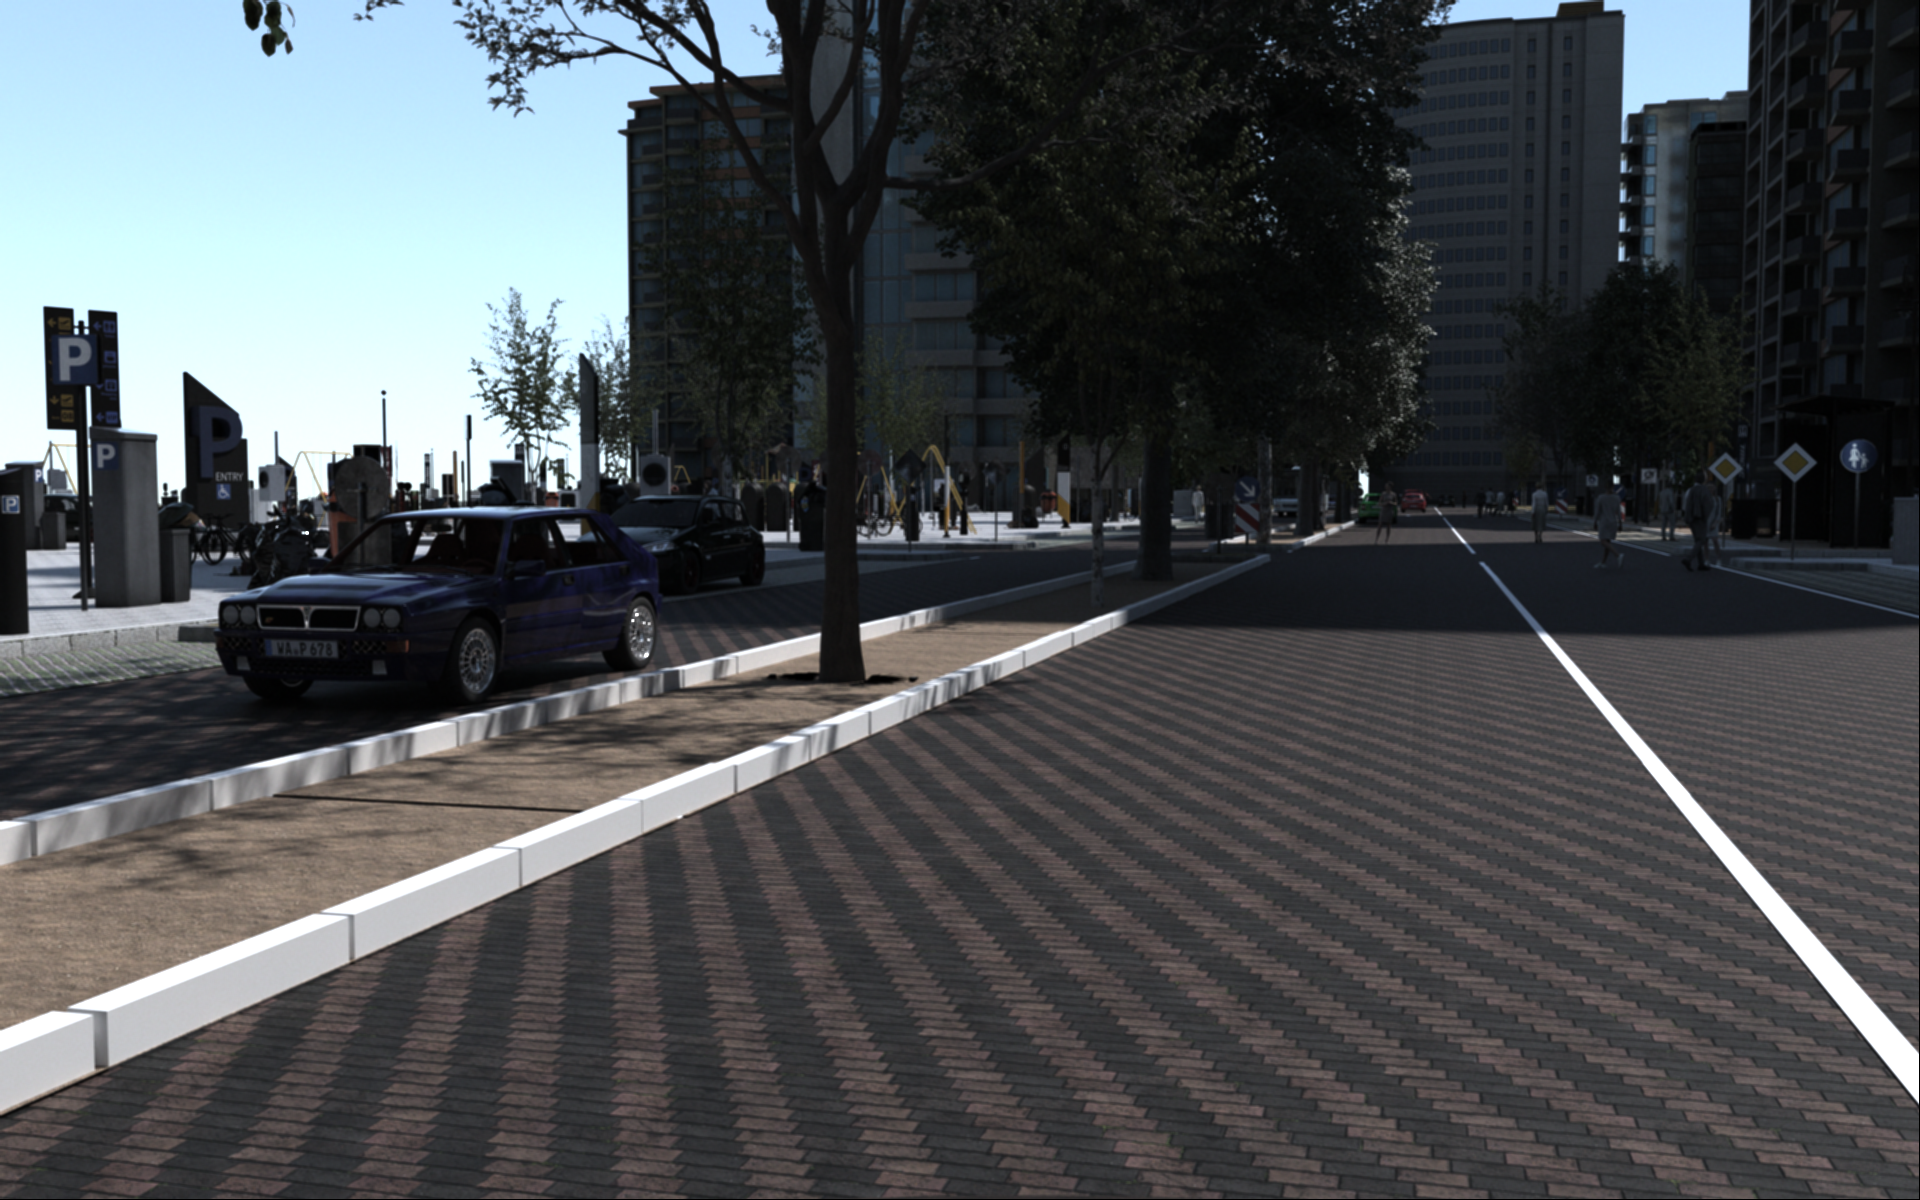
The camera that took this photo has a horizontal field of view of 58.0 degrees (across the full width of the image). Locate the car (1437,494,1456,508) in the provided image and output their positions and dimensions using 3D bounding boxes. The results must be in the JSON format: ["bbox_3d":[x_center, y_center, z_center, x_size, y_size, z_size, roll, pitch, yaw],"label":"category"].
[{"bbox_3d":[51.829,-10.683,184.452,2.009,1.686,4.222,1,4,15],"label":"car"}]

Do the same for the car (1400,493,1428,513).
[{"bbox_3d":[35.039,-7.624,133.687,2.155,1.783,4.494,1,4,15],"label":"car"}]

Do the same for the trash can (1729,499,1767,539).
[{"bbox_3d":[22.207,-2.292,49.123,0.748,1.137,0.748,0,3,0],"label":"trash can"}]

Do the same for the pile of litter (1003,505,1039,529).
[{"bbox_3d":[2.269,-3.120,64.985,1.719,0.858,1.176,-3,4,-39],"label":"pile of litter"}]

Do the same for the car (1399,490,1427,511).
[{"bbox_3d":[38.716,-8.521,147.991,2.281,1.827,5.304,1,4,13],"label":"car"}]

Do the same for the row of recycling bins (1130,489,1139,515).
[{"bbox_3d":[11.402,-6.015,105.456,1.069,1.692,3.534,2,4,34],"label":"row of recycling bins"}]

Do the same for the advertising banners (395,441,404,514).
[{"bbox_3d":[-18.721,-3.762,57.693,0.090,3.025,2.074,-1,4,-15],"label":"advertising banners"}]

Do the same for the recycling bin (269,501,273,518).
[{"bbox_3d":[-36.635,-4.797,90.992,0.722,1.027,0.722,1,4,13],"label":"recycling bin"}]

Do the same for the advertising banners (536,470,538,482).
[{"bbox_3d":[-29.266,-7.596,120.378,0.090,3.025,2.074,-2,4,-23],"label":"advertising banners"}]

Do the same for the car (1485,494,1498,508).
[{"bbox_3d":[52.266,-9.757,169.314,2.009,1.686,4.222,1,4,17],"label":"car"}]

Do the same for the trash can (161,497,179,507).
[{"bbox_3d":[-42.794,-5.010,93.573,0.748,1.137,0.748,0,3,0],"label":"trash can"}]

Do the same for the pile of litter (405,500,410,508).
[{"bbox_3d":[-41.126,-6.987,128.207,1.719,0.858,1.176,-3,5,-42],"label":"pile of litter"}]

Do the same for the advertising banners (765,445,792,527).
[{"bbox_3d":[-6.891,-4.082,62.925,2.074,3.025,0.090,3,4,38],"label":"advertising banners"}]

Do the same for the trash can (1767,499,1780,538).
[{"bbox_3d":[23.581,-2.389,50.718,0.748,1.137,0.748,0,3,0],"label":"trash can"}]

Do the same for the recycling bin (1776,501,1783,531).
[{"bbox_3d":[28.556,-2.890,59.806,0.722,1.027,0.722,-1,4,-19],"label":"recycling bin"}]

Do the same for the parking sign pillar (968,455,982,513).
[{"bbox_3d":[0.776,-8.060,120.258,1.447,3.967,1.447,3,4,38],"label":"parking sign pillar"}]

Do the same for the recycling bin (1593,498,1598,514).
[{"bbox_3d":[40.997,-6.051,111.495,0.722,1.027,0.722,1,4,9],"label":"recycling bin"}]

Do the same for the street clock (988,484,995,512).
[{"bbox_3d":[2.230,-7.111,120.827,0.471,2.002,0.358,2,4,26],"label":"street clock"}]

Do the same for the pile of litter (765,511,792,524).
[{"bbox_3d":[-7.959,-3.666,73.911,1.719,0.858,1.176,-1,4,-13],"label":"pile of litter"}]

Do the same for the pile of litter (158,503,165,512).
[{"bbox_3d":[-37.115,-4.093,80.880,1.176,0.858,1.719,-3,5,-42],"label":"pile of litter"}]

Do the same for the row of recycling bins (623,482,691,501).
[{"bbox_3d":[-10.409,-3.230,59.924,1.069,1.692,3.534,2,4,32],"label":"row of recycling bins"}]

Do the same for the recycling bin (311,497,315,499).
[{"bbox_3d":[-48.422,-7.204,130.346,0.722,1.027,0.722,-1,4,-9],"label":"recycling bin"}]

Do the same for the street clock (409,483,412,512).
[{"bbox_3d":[-34.082,-6.258,106.883,0.358,2.002,0.471,3,5,44],"label":"street clock"}]

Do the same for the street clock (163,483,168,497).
[{"bbox_3d":[-51.894,-6.642,113.165,0.358,2.002,0.471,-1,4,-18],"label":"street clock"}]

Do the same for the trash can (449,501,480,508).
[{"bbox_3d":[-10.138,-1.473,35.730,0.748,1.137,0.748,0,3,0],"label":"trash can"}]

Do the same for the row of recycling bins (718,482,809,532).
[{"bbox_3d":[-6.677,-3.224,59.818,3.534,1.692,1.069,1,4,11],"label":"row of recycling bins"}]

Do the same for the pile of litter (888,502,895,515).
[{"bbox_3d":[-3.948,-5.519,104.194,1.176,0.858,1.719,-3,5,-43],"label":"pile of litter"}]

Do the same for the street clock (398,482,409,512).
[{"bbox_3d":[-33.659,-6.103,104.346,0.358,2.002,0.471,1,4,23],"label":"street clock"}]

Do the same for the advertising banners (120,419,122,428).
[{"bbox_3d":[-20.367,-2.765,41.393,0.090,3.025,2.074,-3,5,-44],"label":"advertising banners"}]

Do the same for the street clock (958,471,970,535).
[{"bbox_3d":[0.121,-3.045,54.361,0.358,2.002,0.471,-1,4,-23],"label":"street clock"}]

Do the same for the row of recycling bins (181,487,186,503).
[{"bbox_3d":[-44.470,-5.870,103.090,3.534,1.692,1.069,-1,4,-17],"label":"row of recycling bins"}]

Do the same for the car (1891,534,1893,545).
[{"bbox_3d":[22.087,-1.672,36.132,4.718,1.807,1.959,1,4,13],"label":"car"}]

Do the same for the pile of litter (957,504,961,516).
[{"bbox_3d":[-0.084,-5.518,104.183,1.176,0.858,1.719,3,4,36],"label":"pile of litter"}]

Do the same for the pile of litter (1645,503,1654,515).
[{"bbox_3d":[42.523,-5.698,107.132,1.176,0.858,1.719,3,4,37],"label":"pile of litter"}]

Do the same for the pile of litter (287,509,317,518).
[{"bbox_3d":[-15.443,-1.656,41.041,1.719,0.858,1.176,0,4,5],"label":"pile of litter"}]

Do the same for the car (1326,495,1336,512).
[{"bbox_3d":[29.082,-7.471,134.729,1.945,1.354,3.894,1,4,16],"label":"car"}]

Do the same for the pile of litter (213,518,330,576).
[{"bbox_3d":[-10.967,-0.825,27.458,1.719,0.858,1.176,2,4,25],"label":"pile of litter"}]

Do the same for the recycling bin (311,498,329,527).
[{"bbox_3d":[-24.572,-3.347,67.273,0.722,1.027,0.722,2,4,34],"label":"recycling bin"}]

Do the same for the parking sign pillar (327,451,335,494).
[{"bbox_3d":[-38.827,-7.255,107.089,1.447,3.967,1.447,-1,4,-18],"label":"parking sign pillar"}]

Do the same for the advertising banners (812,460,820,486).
[{"bbox_3d":[-8.099,-5.658,88.693,2.074,3.025,0.090,0,4,-5],"label":"advertising banners"}]

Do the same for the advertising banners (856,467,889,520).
[{"bbox_3d":[-4.570,-5.509,86.258,2.074,3.025,0.090,-1,4,-18],"label":"advertising banners"}]

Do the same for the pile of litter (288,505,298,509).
[{"bbox_3d":[-26.598,-3.327,68.354,1.176,0.858,1.719,-1,4,-10],"label":"pile of litter"}]

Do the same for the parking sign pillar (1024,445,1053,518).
[{"bbox_3d":[4.022,-6.515,94.985,1.447,3.967,1.447,-3,5,-44],"label":"parking sign pillar"}]

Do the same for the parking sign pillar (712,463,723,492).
[{"bbox_3d":[-12.955,-6.420,93.445,1.447,3.967,1.447,1,4,14],"label":"parking sign pillar"}]

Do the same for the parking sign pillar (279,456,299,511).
[{"bbox_3d":[-46.312,-7.995,119.188,1.447,3.967,1.447,2,4,32],"label":"parking sign pillar"}]

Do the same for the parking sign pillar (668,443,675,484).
[{"bbox_3d":[-15.384,-6.296,91.415,1.447,3.967,1.447,0,4,2],"label":"parking sign pillar"}]

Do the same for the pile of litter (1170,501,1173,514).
[{"bbox_3d":[13.612,-5.991,111.913,1.719,0.858,1.176,2,4,32],"label":"pile of litter"}]

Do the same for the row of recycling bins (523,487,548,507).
[{"bbox_3d":[-24.747,-5.580,98.342,3.534,1.692,1.069,2,4,34],"label":"row of recycling bins"}]

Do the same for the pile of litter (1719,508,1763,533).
[{"bbox_3d":[25.845,-2.649,57.283,1.719,0.858,1.176,-1,4,-12],"label":"pile of litter"}]

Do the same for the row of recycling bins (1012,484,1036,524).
[{"bbox_3d":[2.755,-4.146,74.894,1.069,1.692,3.534,0,4,1],"label":"row of recycling bins"}]

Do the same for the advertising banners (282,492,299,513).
[{"bbox_3d":[-45.238,-7.321,115.884,2.074,3.025,0.090,1,4,10],"label":"advertising banners"}]

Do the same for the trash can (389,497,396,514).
[{"bbox_3d":[-23.551,-3.718,72.447,0.748,1.137,0.748,0,3,0],"label":"trash can"}]

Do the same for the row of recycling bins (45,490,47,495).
[{"bbox_3d":[-51.396,-5.298,93.732,3.534,1.692,1.069,-2,4,-27],"label":"row of recycling bins"}]

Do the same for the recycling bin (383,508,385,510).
[{"bbox_3d":[-41.649,-6.810,123.895,0.722,1.027,0.722,3,5,41],"label":"recycling bin"}]

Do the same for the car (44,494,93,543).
[{"bbox_3d":[-23.936,-2.285,47.147,4.222,1.686,2.009,1,4,15],"label":"car"}]

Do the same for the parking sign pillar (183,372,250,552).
[{"bbox_3d":[-16.598,-3.071,38.688,1.447,3.967,1.447,2,4,32],"label":"parking sign pillar"}]

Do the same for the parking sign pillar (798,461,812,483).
[{"bbox_3d":[-11.143,-8.327,124.623,1.447,3.967,1.447,-1,4,-11],"label":"parking sign pillar"}]

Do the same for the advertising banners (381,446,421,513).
[{"bbox_3d":[-20.732,-4.160,64.208,0.090,3.025,2.074,2,4,24],"label":"advertising banners"}]

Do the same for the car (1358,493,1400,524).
[{"bbox_3d":[20.371,-4.618,84.295,1.959,1.807,4.718,1,4,15],"label":"car"}]
